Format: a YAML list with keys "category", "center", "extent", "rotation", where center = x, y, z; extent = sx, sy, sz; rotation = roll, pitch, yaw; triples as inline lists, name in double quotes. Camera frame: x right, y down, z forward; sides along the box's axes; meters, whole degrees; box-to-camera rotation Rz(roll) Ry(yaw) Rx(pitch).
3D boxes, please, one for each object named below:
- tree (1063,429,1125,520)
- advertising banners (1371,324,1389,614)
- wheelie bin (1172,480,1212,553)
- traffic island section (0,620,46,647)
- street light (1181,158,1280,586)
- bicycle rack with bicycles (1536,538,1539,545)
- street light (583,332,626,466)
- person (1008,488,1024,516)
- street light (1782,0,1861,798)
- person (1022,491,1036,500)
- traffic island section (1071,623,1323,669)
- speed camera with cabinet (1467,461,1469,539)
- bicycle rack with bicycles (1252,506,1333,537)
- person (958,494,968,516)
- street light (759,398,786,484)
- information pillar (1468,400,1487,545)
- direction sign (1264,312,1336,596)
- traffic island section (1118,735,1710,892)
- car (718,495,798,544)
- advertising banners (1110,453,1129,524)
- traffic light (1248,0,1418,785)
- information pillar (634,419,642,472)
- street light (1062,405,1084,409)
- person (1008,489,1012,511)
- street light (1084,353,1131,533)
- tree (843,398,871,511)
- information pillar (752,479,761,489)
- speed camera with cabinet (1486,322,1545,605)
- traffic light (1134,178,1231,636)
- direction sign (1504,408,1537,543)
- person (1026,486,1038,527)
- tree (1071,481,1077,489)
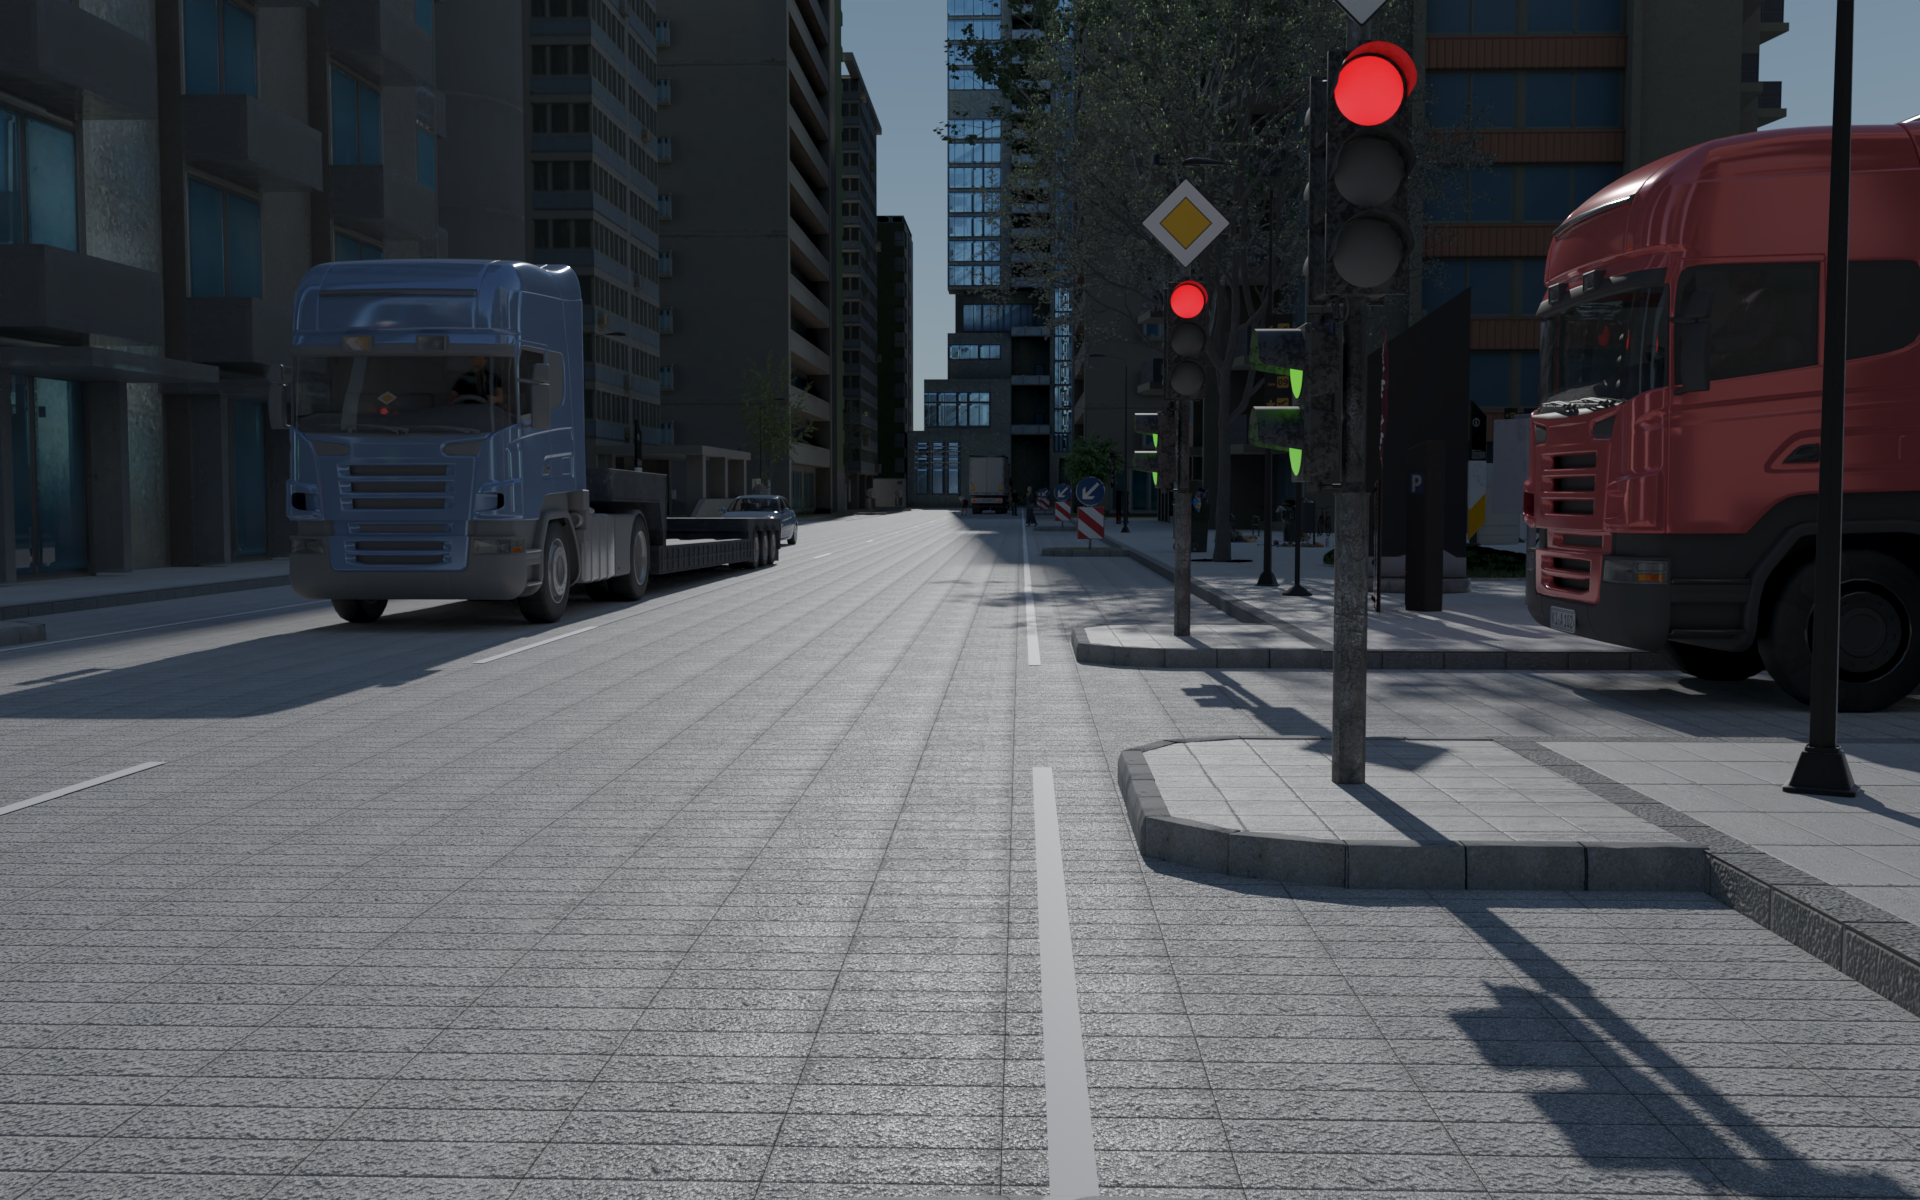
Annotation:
- category: "tree"
  center: [6.749, -6.345, 87.447]
  extent: [4.285, 4.588, 4.351]
  rotation: [0, 3, 0]
- category: "advertising banners"
  center: [4.591, -1.392, 18.944]
  extent: [0.090, 3.025, 2.074]
  rotation: [1, 4, 12]
- category: "wheelie bin"
  center: [5.125, -1.858, 38.293]
  extent: [0.693, 1.594, 0.980]
  rotation: [-2, 4, -29]
- category: "traffic island section"
  center: [-9.999, 0.376, 16.126]
  extent: [2.009, 0.180, 2.903]
  rotation: [0, 4, 2]
- category: "street light"
  center: [3.758, -3.151, 24.067]
  extent: [1.470, 5.913, 1.316]
  rotation: [0, 4, 2]
- category: "bicycle rack with bicycles"
  center: [11.497, -0.952, 28.955]
  extent: [2.852, 0.926, 2.925]
  rotation: [-2, 4, -31]
- category: "street light"
  center: [-10.241, -4.719, 49.695]
  extent: [1.470, 5.913, 1.316]
  rotation: [0, 4, 2]
- category: "person"
  center: [3.631, -6.483, 114.504]
  extent: [1.348, 1.822, 0.705]
  rotation: [-3, 4, -39]
- category: "street light"
  center: [3.188, -2.128, 7.342]
  extent: [1.470, 5.913, 1.316]
  rotation: [0, 4, 2]
- category: "person"
  center: [5.943, -8.614, 149.426]
  extent: [1.348, 1.812, 0.705]
  rotation: [2, 4, 26]
- category: "traffic island section"
  center: [2.034, 0.403, 15.697]
  extent: [2.009, 0.180, 2.903]
  rotation: [0, 4, 2]
- category: "speed camera with cabinet"
  center: [14.931, -3.299, 48.274]
  extent: [0.660, 3.252, 2.038]
  rotation: [-2, 4, -24]
- category: "bicycle rack with bicycles"
  center: [10.102, -2.435, 53.201]
  extent: [2.852, 0.926, 2.925]
  rotation: [0, 4, 5]
- category: "person"
  center: [0.181, -6.283, 114.423]
  extent: [0.799, 1.438, 0.628]
  rotation: [1, 4, 17]
- category: "street light"
  center: [-9.115, -6.804, 83.780]
  extent: [1.470, 5.913, 1.316]
  rotation: [0, 4, 2]
- category: "information pillar"
  center: [12.867, -3.166, 43.113]
  extent: [0.504, 3.616, 0.183]
  rotation: [-1, 4, -23]
- category: "direction sign"
  center: [4.263, -1.823, 21.800]
  extent: [0.876, 3.537, 0.379]
  rotation: [1, 4, 19]
- category: "traffic island section"
  center: [1.752, 0.891, 7.717]
  extent: [2.009, 0.180, 2.903]
  rotation: [0, 4, 2]
- category: "car"
  center: [-5.638, -2.221, 48.320]
  extent: [2.014, 1.417, 4.499]
  rotation: [0, 4, 4]
- category: "advertising banners"
  center: [6.794, -4.754, 73.917]
  extent: [0.090, 3.025, 2.074]
  rotation: [2, 4, 28]
- category: "traffic light"
  center: [1.712, -1.143, 7.605]
  extent: [0.839, 4.253, 0.868]
  rotation: [0, 4, 2]
- category: "information pillar"
  center: [-10.079, -3.848, 54.276]
  extent: [0.183, 3.616, 0.504]
  rotation: [0, 4, 7]
- category: "street light"
  center: [6.045, -7.223, 90.635]
  extent: [1.470, 5.913, 1.316]
  rotation: [0, 4, 2]
- category: "person"
  center: [4.326, -8.526, 147.899]
  extent: [0.705, 1.824, 1.348]
  rotation: [-1, 4, -16]
- category: "street light"
  center: [4.950, -5.187, 57.349]
  extent: [1.470, 5.913, 1.316]
  rotation: [0, 4, 2]
- category: "tree"
  center: [-8.951, -11.126, 132.273]
  extent: [4.360, 8.622, 3.978]
  rotation: [0, 3, 0]
- category: "information pillar"
  center: [-9.713, -4.783, 82.692]
  extent: [0.304, 2.012, 0.304]
  rotation: [2, 4, 35]
- category: "speed camera with cabinet"
  center: [7.255, -1.601, 20.514]
  extent: [2.038, 3.252, 0.660]
  rotation: [-2, 4, -28]
- category: "traffic light"
  center: [1.995, -1.631, 15.585]
  extent: [0.839, 4.253, 0.868]
  rotation: [0, 4, 2]
- category: "direction sign"
  center: [14.750, -3.283, 45.676]
  extent: [0.876, 3.537, 0.379]
  rotation: [0, 4, -4]
- category: "person"
  center: [3.089, -4.080, 75.629]
  extent: [0.534, 1.772, 0.576]
  rotation: [-3, 5, -41]
- category: "tree"
  center: [6.705, -6.042, 93.396]
  extent: [1.663, 3.219, 1.824]
  rotation: [0, 3, 0]
